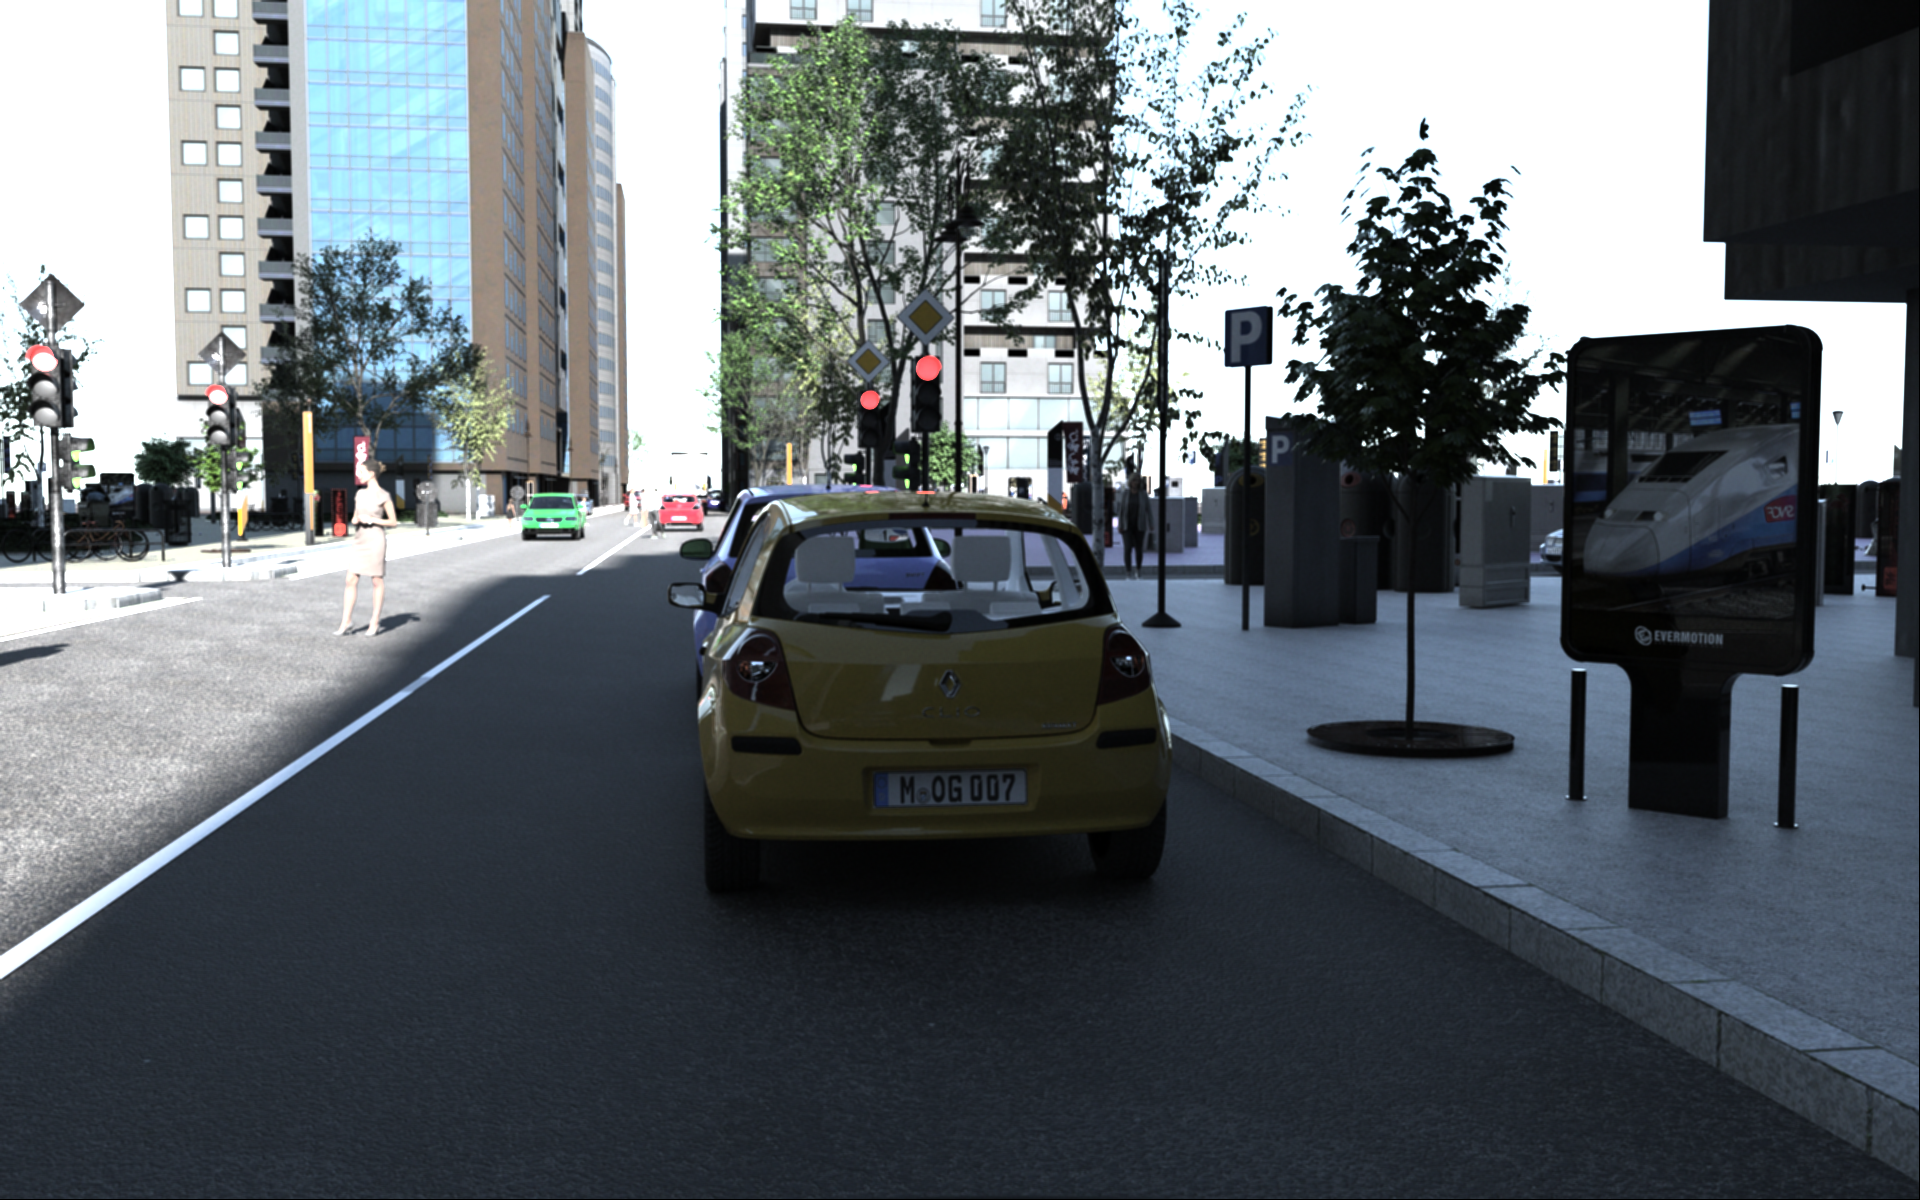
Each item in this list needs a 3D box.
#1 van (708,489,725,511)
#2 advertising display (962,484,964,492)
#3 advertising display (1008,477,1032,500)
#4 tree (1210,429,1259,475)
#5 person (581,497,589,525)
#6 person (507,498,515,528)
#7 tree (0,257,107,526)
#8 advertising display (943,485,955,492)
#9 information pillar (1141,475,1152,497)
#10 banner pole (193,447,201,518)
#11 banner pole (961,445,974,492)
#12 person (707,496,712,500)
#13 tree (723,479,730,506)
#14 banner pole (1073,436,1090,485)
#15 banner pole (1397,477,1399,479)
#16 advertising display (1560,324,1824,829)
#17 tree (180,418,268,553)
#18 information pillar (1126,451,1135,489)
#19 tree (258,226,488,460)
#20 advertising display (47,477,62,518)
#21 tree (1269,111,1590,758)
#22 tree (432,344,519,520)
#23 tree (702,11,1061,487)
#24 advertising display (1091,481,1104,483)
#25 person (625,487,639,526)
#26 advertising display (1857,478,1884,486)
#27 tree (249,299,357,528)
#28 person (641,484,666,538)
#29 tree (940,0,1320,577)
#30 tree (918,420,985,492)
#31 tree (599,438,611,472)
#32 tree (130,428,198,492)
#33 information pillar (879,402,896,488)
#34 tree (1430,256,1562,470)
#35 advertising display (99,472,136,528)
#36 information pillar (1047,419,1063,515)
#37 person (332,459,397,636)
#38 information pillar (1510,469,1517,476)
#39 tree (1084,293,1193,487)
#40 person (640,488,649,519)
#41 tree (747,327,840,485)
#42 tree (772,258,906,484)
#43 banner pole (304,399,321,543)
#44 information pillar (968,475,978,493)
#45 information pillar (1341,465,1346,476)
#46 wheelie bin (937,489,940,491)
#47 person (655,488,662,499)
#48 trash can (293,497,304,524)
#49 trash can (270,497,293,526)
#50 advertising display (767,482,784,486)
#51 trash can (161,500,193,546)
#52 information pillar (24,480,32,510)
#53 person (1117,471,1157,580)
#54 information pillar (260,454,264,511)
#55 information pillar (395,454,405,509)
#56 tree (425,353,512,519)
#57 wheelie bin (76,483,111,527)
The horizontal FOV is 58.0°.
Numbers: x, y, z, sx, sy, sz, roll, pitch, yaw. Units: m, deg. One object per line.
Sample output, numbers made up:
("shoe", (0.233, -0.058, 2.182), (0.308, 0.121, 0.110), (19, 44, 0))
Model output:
("van", (-21.259, -8.711, 149.441), (2.013, 2.044, 4.112), (-1, 4, -9))
("advertising display", (-0.229, -5.542, 95.827), (0.974, 1.923, 0.123), (-2, 4, -27))
("advertising display", (2.326, -3.785, 67.106), (0.974, 1.923, 0.123), (-2, 4, -27))
("tree", (14.079, -6.317, 87.004), (4.285, 4.588, 4.351), (0, 3, 0))
("person", (-17.291, -4.072, 79.321), (0.590, 1.304, 0.306), (-2, 4, -26))
("person", (-18.771, -3.620, 72.361), (0.362, 1.253, 0.373), (2, 4, 28))
("tree", (-28.512, -6.278, 53.007), (4.737, 8.622, 4.395), (0, 3, 0))
("advertising display", (-0.554, -5.459, 94.464), (0.123, 1.923, 0.974), (-3, 5, -41))
("information pillar", (7.114, -3.766, 66.064), (0.304, 2.012, 0.304), (2, 4, 35))
("banner pole", (-40.901, -6.293, 92.914), (0.401, 3.779, 0.863), (0, 4, -1))
("banner pole", (0.261, -5.403, 78.354), (0.863, 3.779, 0.401), (-1, 4, -11))
("person", (-19.112, -7.347, 129.335), (1.217, 1.736, 0.721), (0, 4, 5))
("tree", (-25.134, -11.879, 188.816), (1.663, 3.219, 1.824), (0, 3, 0))
("banner pole", (4.511, -4.592, 65.090), (0.863, 3.779, 0.401), (-1, 4, -13))
("banner pole", (19.524, -5.271, 76.201), (0.863, 3.779, 0.401), (-2, 4, -33))
("advertising display", (2.893, -0.105, 6.925), (0.123, 1.923, 0.974), (-3, 5, -44))
("tree", (-16.197, -2.666, 38.189), (1.663, 3.219, 1.824), (0, 3, 0))
("information pillar", (9.345, -6.335, 94.935), (0.504, 3.616, 0.183), (1, 4, 8))
("tree", (-20.124, -7.665, 59.742), (8.767, 10.594, 7.601), (0, 4, 5))
("advertising display", (-34.427, -3.713, 65.914), (0.123, 1.923, 0.974), (0, 4, -4))
("tree", (2.447, -0.871, 8.843), (1.663, 3.219, 1.824), (0, 3, 0))
("tree", (-23.770, -8.198, 84.394), (4.737, 8.622, 4.395), (0, 3, 0))
("tree", (-1.613, -6.779, 36.598), (9.928, 11.665, 9.643), (0, 3, 0))
("advertising display", (6.517, -4.629, 80.895), (0.974, 1.923, 0.123), (3, 5, 41))
("person", (-14.780, -4.211, 78.108), (0.466, 1.731, 0.760), (2, 4, 32))
("advertising display", (36.819, -3.970, 70.119), (0.974, 1.923, 0.123), (1, 4, 13))
("tree", (-24.991, -7.066, 65.890), (4.360, 8.622, 3.978), (0, 3, 0))
("person", (-10.002, -2.893, 56.287), (0.782, 1.767, 0.515), (2, 4, 28))
("tree", (1.668, -4.242, 19.722), (4.360, 8.622, 3.978), (0, 3, 0))
("tree", (-0.589, -5.593, 75.157), (4.285, 4.588, 4.351), (0, 3, 0))
("tree", (-38.200, -13.886, 177.398), (4.360, 8.622, 3.978), (0, 3, 0))
("tree", (-39.691, -6.289, 86.534), (4.285, 4.588, 4.351), (0, 3, 0))
("information pillar", (-1.767, -3.074, 41.610), (0.504, 3.616, 0.183), (0, 4, -7))
("tree", (15.986, -6.268, 52.848), (4.360, 8.622, 3.978), (0, 3, 0))
("advertising display", (-25.062, -2.833, 51.532), (0.123, 1.923, 0.974), (3, 5, 45))
("information pillar", (2.998, -3.853, 54.352), (0.504, 3.616, 0.183), (0, 4, -5))
("person", (-6.004, -0.527, 17.465), (0.599, 1.781, 0.374), (1, 4, 19))
("information pillar", (34.231, -7.086, 107.215), (0.504, 3.616, 0.183), (3, 4, 38))
("tree", (6.357, -6.828, 62.008), (4.737, 8.622, 4.395), (0, 3, 0))
("person", (-18.155, -5.585, 100.180), (0.716, 1.782, 0.532), (1, 4, 23))
("tree", (-6.934, -7.663, 75.656), (4.360, 8.622, 3.978), (0, 3, 0))
("tree", (-3.910, -6.374, 54.585), (4.737, 8.622, 4.395), (0, 3, 0))
("banner pole", (-17.148, -3.406, 45.700), (0.401, 3.779, 0.863), (-2, 4, -25))
("information pillar", (0.500, -3.848, 67.405), (0.304, 2.012, 0.304), (-1, 4, -22))
("information pillar", (7.726, -2.637, 34.462), (0.504, 3.616, 0.183), (0, 4, -3))
("wheelie bin", (-1.466, -5.958, 105.327), (0.980, 1.594, 0.693), (-3, 5, -41))
("person", (-20.781, -6.738, 118.676), (1.348, 1.824, 0.705), (2, 4, 34))
("trash can", (-28.316, -3.841, 74.448), (0.748, 1.137, 0.748), (0, 3, 0))
("trash can", (-27.070, -3.503, 68.923), (0.748, 1.137, 0.748), (0, 3, 0))
("advertising display", (-9.932, -5.385, 93.263), (0.974, 1.923, 0.123), (-2, 4, -23))
("trash can", (-19.488, -1.925, 43.134), (0.748, 1.137, 0.748), (0, 3, 0))
("information pillar", (-49.531, -5.357, 92.075), (0.304, 2.012, 0.304), (-2, 4, -30))
("person", (2.947, -1.211, 28.487), (0.709, 1.800, 0.728), (1, 4, 10))
("information pillar", (-40.778, -6.717, 101.178), (0.183, 3.616, 0.504), (-2, 4, -28))
("information pillar", (-32.481, -6.676, 100.512), (0.504, 3.616, 0.183), (0, 4, 6))
("tree", (-25.353, -8.547, 90.106), (4.360, 8.622, 3.978), (0, 3, 0))
("wheelie bin", (-24.217, -2.478, 48.418), (0.980, 1.594, 0.693), (2, 4, 28))
